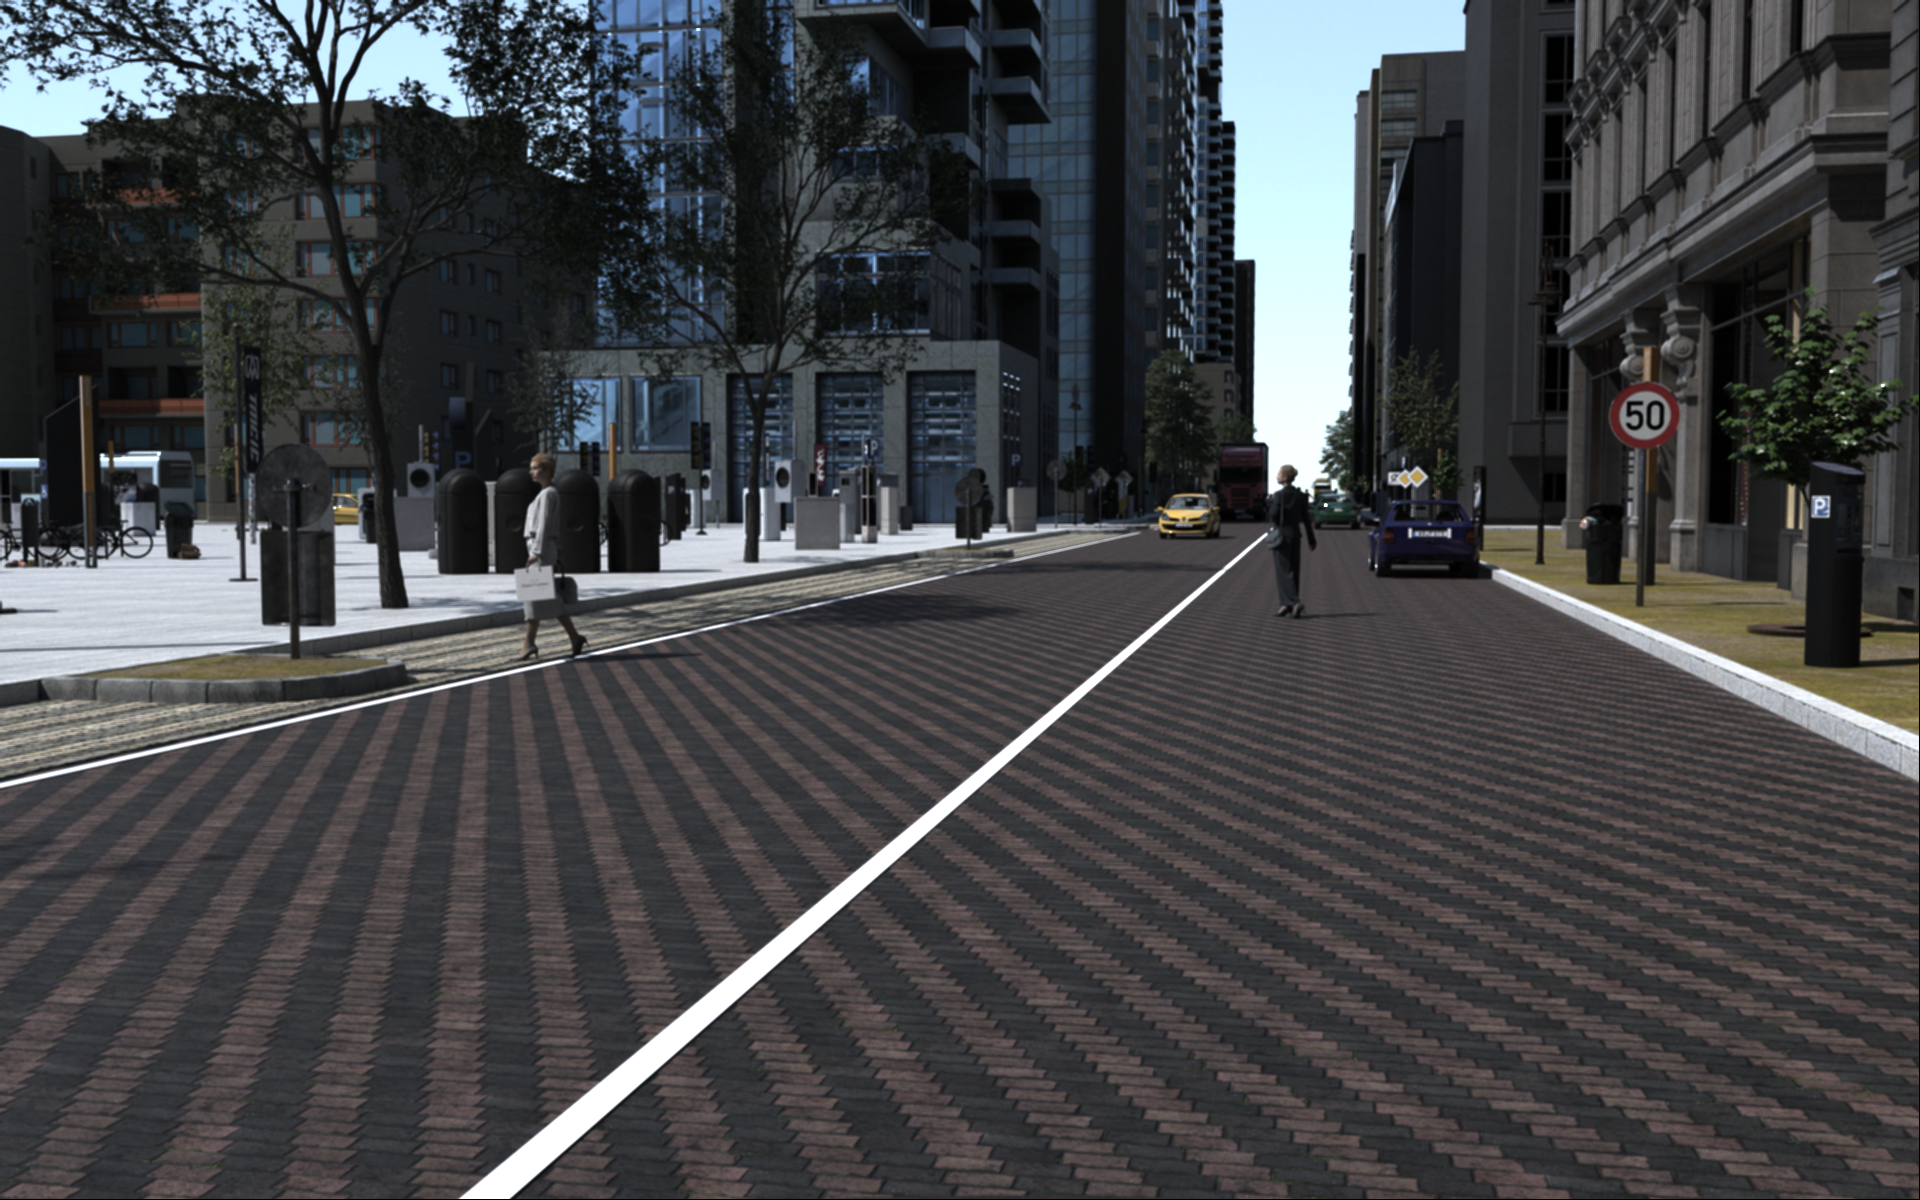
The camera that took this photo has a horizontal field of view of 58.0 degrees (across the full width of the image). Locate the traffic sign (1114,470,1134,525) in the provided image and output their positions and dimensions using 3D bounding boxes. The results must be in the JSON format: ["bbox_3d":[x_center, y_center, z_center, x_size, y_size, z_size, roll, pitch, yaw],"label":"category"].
[{"bbox_3d":[6.726,-4.126,71.097,0.795,2.450,0.064,1,4,11],"label":"traffic sign"}]

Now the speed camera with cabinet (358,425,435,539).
[{"bbox_3d":[-16.077,-3.368,49.402,2.038,3.252,0.660,-1,4,-8],"label":"speed camera with cabinet"}]

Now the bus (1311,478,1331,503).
[{"bbox_3d":[55.790,-16.860,267.205,2.896,3.916,12.252,1,4,10],"label":"bus"}]

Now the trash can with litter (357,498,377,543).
[{"bbox_3d":[-15.229,-2.068,45.207,0.624,1.170,1.055,0,4,3],"label":"trash can with litter"}]

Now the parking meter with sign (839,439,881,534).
[{"bbox_3d":[-3.472,-3.605,55.202,1.738,3.016,0.543,2,4,29],"label":"parking meter with sign"}]

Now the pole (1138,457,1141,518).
[{"bbox_3d":[9.744,-6.129,94.060,0.158,3.312,0.155,0,3,0],"label":"pole"}]

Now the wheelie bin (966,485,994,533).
[{"bbox_3d":[0.673,-3.019,57.273,0.980,1.594,0.693,-1,4,-20],"label":"wheelie bin"}]

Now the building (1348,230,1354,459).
[{"bbox_3d":[74.381,-40.408,280.281,23.786,49.044,30.456,1,4,11],"label":"building"}]

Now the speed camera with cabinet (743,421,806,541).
[{"bbox_3d":[-5.065,-3.228,47.108,2.038,3.252,0.660,3,5,44],"label":"speed camera with cabinet"}]

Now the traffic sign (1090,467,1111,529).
[{"bbox_3d":[5.129,-3.647,63.273,0.795,2.450,0.064,1,4,11],"label":"traffic sign"}]

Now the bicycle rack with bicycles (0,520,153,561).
[{"bbox_3d":[-17.616,-1.286,34.402,2.925,0.926,2.852,-1,4,-16],"label":"bicycle rack with bicycles"}]

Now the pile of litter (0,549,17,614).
[{"bbox_3d":[-10.758,-0.279,18.527,1.176,0.858,1.719,-2,4,-26],"label":"pile of litter"}]

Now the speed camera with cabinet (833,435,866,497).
[{"bbox_3d":[-3.678,-3.918,58.401,0.660,3.252,2.038,-2,4,-25],"label":"speed camera with cabinet"}]

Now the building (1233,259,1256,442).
[{"bbox_3d":[42.770,-37.389,294.897,14.154,41.232,14.086,1,4,11],"label":"building"}]

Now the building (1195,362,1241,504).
[{"bbox_3d":[25.123,-24.473,245.168,27.650,21.520,28.899,1,4,11],"label":"building"}]

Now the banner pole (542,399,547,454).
[{"bbox_3d":[-10.942,-3.408,45.732,0.401,3.779,0.863,-1,4,-16],"label":"banner pole"}]

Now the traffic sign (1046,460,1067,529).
[{"bbox_3d":[3.570,-3.920,64.196,0.768,2.556,0.104,1,4,14],"label":"traffic sign"}]

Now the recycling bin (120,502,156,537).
[{"bbox_3d":[-24.782,-2.427,52.235,0.722,1.027,0.722,2,4,34],"label":"recycling bin"}]

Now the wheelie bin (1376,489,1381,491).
[{"bbox_3d":[26.242,-6.150,108.461,0.693,1.594,0.980,3,4,36],"label":"wheelie bin"}]

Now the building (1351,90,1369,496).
[{"bbox_3d":[67.755,-43.392,251.458,21.231,58.520,28.212,1,4,11],"label":"building"}]

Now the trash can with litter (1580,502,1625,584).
[{"bbox_3d":[9.159,-0.823,24.843,0.624,1.170,1.055,1,4,13],"label":"trash can with litter"}]

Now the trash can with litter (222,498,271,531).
[{"bbox_3d":[-24.490,-3.000,60.112,2.233,1.210,1.678,1,4,14],"label":"trash can with litter"}]

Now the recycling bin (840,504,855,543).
[{"bbox_3d":[-3.223,-2.030,45.738,0.722,1.027,0.722,1,4,15],"label":"recycling bin"}]

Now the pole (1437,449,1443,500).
[{"bbox_3d":[21.566,-5.137,77.835,0.158,3.312,0.155,0,3,0],"label":"pole"}]

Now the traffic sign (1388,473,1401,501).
[{"bbox_3d":[20.303,-4.820,80.931,0.606,2.300,0.079,1,4,13],"label":"traffic sign"}]

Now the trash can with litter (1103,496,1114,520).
[{"bbox_3d":[7.391,-4.625,87.010,0.624,1.170,1.055,0,4,-5],"label":"trash can with litter"}]

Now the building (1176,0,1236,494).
[{"bbox_3d":[33.481,-58.702,272.441,22.319,86.520,31.000,1,4,11],"label":"building"}]

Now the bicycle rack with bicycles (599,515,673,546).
[{"bbox_3d":[-8.455,-1.818,43.101,2.925,0.926,2.852,1,4,18],"label":"bicycle rack with bicycles"}]

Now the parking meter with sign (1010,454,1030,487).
[{"bbox_3d":[2.764,-4.837,75.343,0.543,3.016,1.738,2,4,24],"label":"parking meter with sign"}]

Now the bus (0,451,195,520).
[{"bbox_3d":[-40.468,-4.983,76.329,13.247,3.499,2.948,1,4,11],"label":"bus"}]

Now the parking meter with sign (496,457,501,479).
[{"bbox_3d":[-20.942,-5.232,81.804,1.738,3.016,0.543,-2,4,-30],"label":"parking meter with sign"}]

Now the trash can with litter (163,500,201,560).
[{"bbox_3d":[-15.325,-1.401,34.295,0.624,1.170,1.055,-3,5,-45],"label":"trash can with litter"}]

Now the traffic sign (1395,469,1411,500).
[{"bbox_3d":[17.691,-3.988,68.847,0.795,2.450,0.064,1,4,11],"label":"traffic sign"}]

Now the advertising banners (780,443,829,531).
[{"bbox_3d":[-5.546,-3.899,59.937,2.074,3.025,0.090,0,4,8],"label":"advertising banners"}]

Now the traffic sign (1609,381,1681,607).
[{"bbox_3d":[7.760,-1.198,19.691,0.768,2.556,0.104,1,4,14],"label":"traffic sign"}]

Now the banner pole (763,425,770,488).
[{"bbox_3d":[-7.008,-4.445,62.693,0.401,3.779,0.863,-2,4,-24],"label":"banner pole"}]

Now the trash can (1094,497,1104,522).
[{"bbox_3d":[6.188,-4.110,78.850,0.748,1.137,0.748,0,3,0],"label":"trash can"}]

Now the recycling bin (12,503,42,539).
[{"bbox_3d":[-26.465,-2.250,49.341,0.722,1.027,0.722,0,4,2],"label":"recycling bin"}]

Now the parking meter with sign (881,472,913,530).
[{"bbox_3d":[-2.521,-3.945,60.763,1.738,3.016,0.543,-2,4,-28],"label":"parking meter with sign"}]

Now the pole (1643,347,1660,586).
[{"bbox_3d":[9.612,-1.854,24.160,0.158,3.312,0.155,0,3,0],"label":"pole"}]

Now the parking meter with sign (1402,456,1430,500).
[{"bbox_3d":[21.477,-5.156,80.563,1.738,3.016,0.543,0,4,-2],"label":"parking meter with sign"}]

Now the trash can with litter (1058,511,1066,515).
[{"bbox_3d":[5.408,-5.853,106.761,2.233,1.210,1.678,2,4,32],"label":"trash can with litter"}]

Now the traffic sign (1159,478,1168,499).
[{"bbox_3d":[12.835,-6.555,109.303,0.606,2.300,0.079,1,4,19],"label":"traffic sign"}]

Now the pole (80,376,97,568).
[{"bbox_3d":[-15.077,-2.209,29.958,0.158,3.312,0.155,0,3,0],"label":"pole"}]

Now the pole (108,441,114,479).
[{"bbox_3d":[-32.554,-4.443,66.490,0.158,3.312,0.155,0,3,0],"label":"pole"}]

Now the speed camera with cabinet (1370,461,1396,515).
[{"bbox_3d":[25.573,-6.751,104.720,0.660,3.252,2.038,-1,4,-16],"label":"speed camera with cabinet"}]

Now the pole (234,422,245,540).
[{"bbox_3d":[-20.219,-3.350,48.613,0.158,3.312,0.155,0,3,0],"label":"pole"}]

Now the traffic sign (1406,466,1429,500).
[{"bbox_3d":[16.094,-3.509,61.022,0.795,2.450,0.064,1,4,11],"label":"traffic sign"}]

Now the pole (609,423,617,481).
[{"bbox_3d":[-9.963,-3.421,49.770,0.158,3.312,0.155,0,3,0],"label":"pole"}]

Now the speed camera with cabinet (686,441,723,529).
[{"bbox_3d":[-9.692,-4.303,64.685,0.660,3.252,2.038,-3,5,-43],"label":"speed camera with cabinet"}]

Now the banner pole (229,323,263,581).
[{"bbox_3d":[-10.559,-2.183,25.713,0.401,3.779,0.863,1,4,8],"label":"banner pole"}]

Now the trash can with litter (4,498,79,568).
[{"bbox_3d":[-16.369,-1.219,30.986,1.678,1.210,2.233,0,4,-8],"label":"trash can with litter"}]
